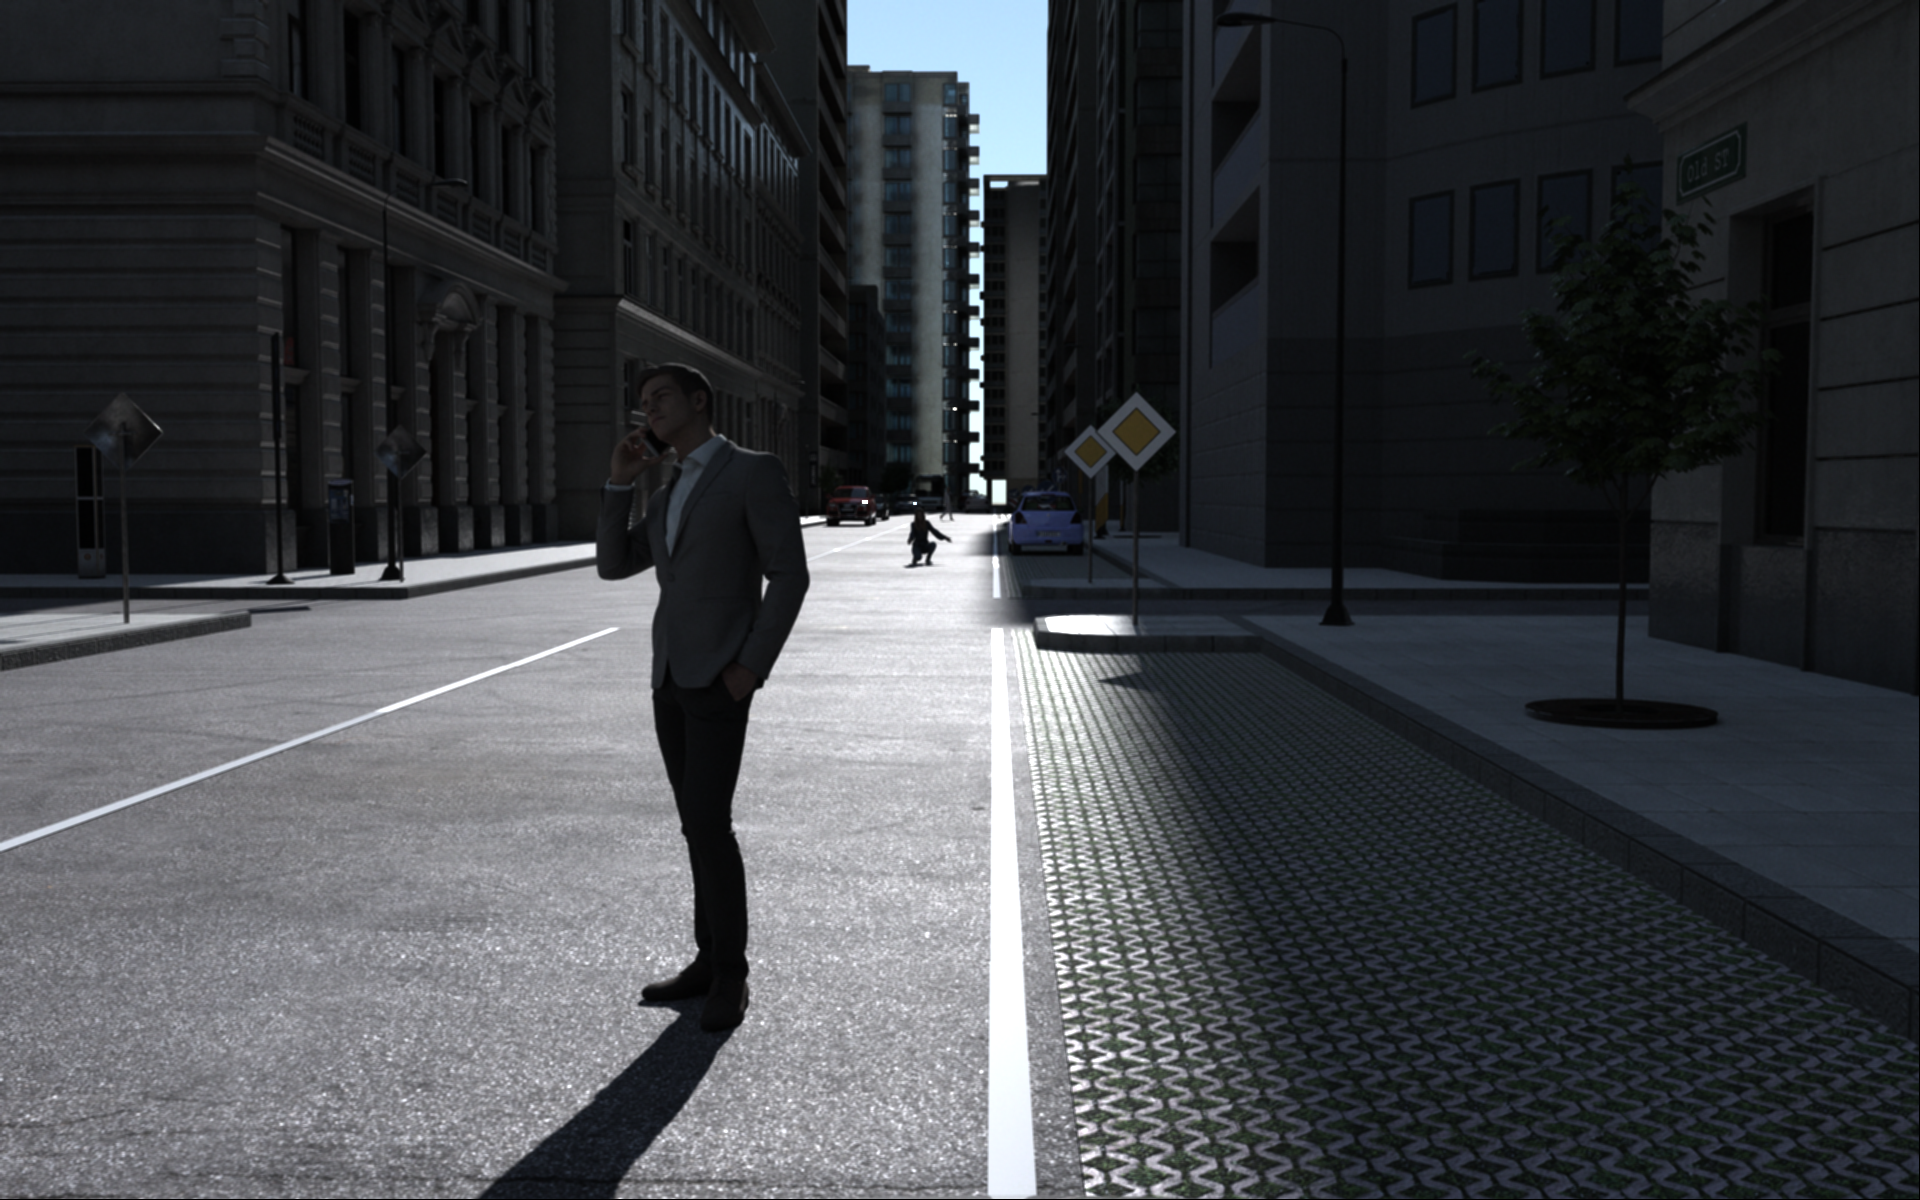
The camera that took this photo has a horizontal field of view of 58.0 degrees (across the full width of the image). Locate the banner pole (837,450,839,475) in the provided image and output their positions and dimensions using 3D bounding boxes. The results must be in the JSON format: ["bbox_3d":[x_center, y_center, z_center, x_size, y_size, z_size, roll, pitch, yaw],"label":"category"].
[{"bbox_3d":[-6.953,-6.644,98.646,0.401,3.779,0.863,0,4,2],"label":"banner pole"}]

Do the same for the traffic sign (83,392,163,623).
[{"bbox_3d":[-8.275,-0.826,17.144,0.795,2.450,0.064,0,4,1],"label":"traffic sign"}]

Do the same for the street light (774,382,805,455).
[{"bbox_3d":[-7.106,-6.069,71.762,1.470,5.913,1.316,0,4,1],"label":"street light"}]

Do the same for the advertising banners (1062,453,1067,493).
[{"bbox_3d":[4.456,-4.748,73.815,0.090,3.025,2.074,0,4,-1],"label":"advertising banners"}]

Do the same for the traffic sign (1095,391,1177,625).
[{"bbox_3d":[1.717,-0.812,16.927,0.795,2.450,0.064,0,4,1],"label":"traffic sign"}]

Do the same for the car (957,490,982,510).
[{"bbox_3d":[0.891,-9.085,157.220,2.281,1.827,5.304,0,4,2],"label":"car"}]

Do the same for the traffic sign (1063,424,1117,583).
[{"bbox_3d":[1.874,-1.301,24.910,0.795,2.450,0.064,0,4,1],"label":"traffic sign"}]

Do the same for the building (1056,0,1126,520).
[{"bbox_3d":[15.644,-39.748,88.127,20.563,71.187,20.611,0,4,1],"label":"building"}]

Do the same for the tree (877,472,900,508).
[{"bbox_3d":[-6.357,-9.927,156.902,1.663,3.219,1.824,0,3,0],"label":"tree"}]

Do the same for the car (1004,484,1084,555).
[{"bbox_3d":[2.026,-1.952,41.508,1.945,1.707,3.694,0,4,0],"label":"car"}]

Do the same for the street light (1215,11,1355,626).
[{"bbox_3d":[3.161,-2.710,16.849,1.470,5.913,1.316,0,4,1],"label":"street light"}]

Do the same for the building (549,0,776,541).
[{"bbox_3d":[-16.348,-13.938,61.166,16.112,22.955,30.059,0,4,1],"label":"building"}]

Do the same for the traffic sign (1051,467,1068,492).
[{"bbox_3d":[4.724,-5.024,82.248,0.768,2.556,0.104,1,4,9],"label":"traffic sign"}]

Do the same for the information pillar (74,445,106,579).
[{"bbox_3d":[-13.165,-1.328,26.212,0.304,2.012,0.304,0,4,-5],"label":"information pillar"}]

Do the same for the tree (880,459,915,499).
[{"bbox_3d":[-5.890,-11.016,163.821,4.285,4.588,4.351,0,3,0],"label":"tree"}]

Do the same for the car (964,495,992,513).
[{"bbox_3d":[1.339,-7.169,129.578,2.083,1.381,4.827,0,4,1],"label":"car"}]

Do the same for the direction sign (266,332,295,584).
[{"bbox_3d":[-9.718,-1.998,24.667,0.379,3.537,0.876,-2,4,-26],"label":"direction sign"}]

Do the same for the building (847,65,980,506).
[{"bbox_3d":[-12.991,-35.275,196.361,30.456,49.044,23.786,0,4,1],"label":"building"}]

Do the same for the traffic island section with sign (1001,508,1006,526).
[{"bbox_3d":[2.941,-4.191,77.144,1.989,1.847,2.006,0,4,1],"label":"traffic island section with sign"}]

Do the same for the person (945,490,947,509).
[{"bbox_3d":[-1.302,-9.999,171.981,0.705,1.824,1.348,2,4,27],"label":"person"}]

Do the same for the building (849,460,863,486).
[{"bbox_3d":[-18.016,-42.390,131.330,20.563,71.187,20.611,0,4,1],"label":"building"}]

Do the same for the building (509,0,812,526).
[{"bbox_3d":[-13.867,-15.735,86.150,11.050,23.489,19.941,0,4,1],"label":"building"}]

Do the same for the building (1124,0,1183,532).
[{"bbox_3d":[12.993,-17.884,64.105,14.160,30.474,14.107,0,4,1],"label":"building"}]

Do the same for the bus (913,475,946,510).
[{"bbox_3d":[-2.749,-9.966,157.803,2.948,3.499,13.247,0,4,-1],"label":"bus"}]

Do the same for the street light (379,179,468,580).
[{"bbox_3d":[-7.964,-3.253,25.734,1.470,5.913,1.316,0,4,1],"label":"street light"}]

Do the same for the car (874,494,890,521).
[{"bbox_3d":[-4.822,-5.197,94.754,2.009,1.686,4.222,0,4,1],"label":"car"}]

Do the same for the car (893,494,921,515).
[{"bbox_3d":[-3.740,-6.784,122.921,2.014,1.417,4.499,0,4,3],"label":"car"}]

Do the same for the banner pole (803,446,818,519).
[{"bbox_3d":[-7.740,-6.103,89.805,0.863,3.779,0.401,1,4,23],"label":"banner pole"}]

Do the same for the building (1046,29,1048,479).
[{"bbox_3d":[15.719,-31.603,166.820,14.600,45.320,14.200,0,4,1],"label":"building"}]

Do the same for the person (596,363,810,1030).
[{"bbox_3d":[-0.729,0.234,4.850,0.473,1.802,0.592,-2,4,-32],"label":"person"}]

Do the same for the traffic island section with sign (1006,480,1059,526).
[{"bbox_3d":[2.400,-2.542,50.194,1.989,1.847,2.006,0,4,1],"label":"traffic island section with sign"}]

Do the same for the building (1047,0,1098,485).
[{"bbox_3d":[17.736,-31.190,133.665,21.300,48.544,21.600,0,4,1],"label":"building"}]

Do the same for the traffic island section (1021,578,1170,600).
[{"bbox_3d":[1.898,-0.166,24.987,2.009,0.180,2.903,0,4,1],"label":"traffic island section"}]

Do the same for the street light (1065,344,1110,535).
[{"bbox_3d":[3.948,-4.971,53.822,1.470,5.913,1.316,0,4,1],"label":"street light"}]

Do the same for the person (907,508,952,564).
[{"bbox_3d":[-0.672,-1.326,35.680,1.012,1.151,0.738,-1,4,-14],"label":"person"}]

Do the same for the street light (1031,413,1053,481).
[{"bbox_3d":[4.754,-7.751,99.272,1.470,5.913,1.316,0,4,1],"label":"street light"}]

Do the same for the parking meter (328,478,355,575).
[{"bbox_3d":[-9.888,-1.179,27.686,0.372,1.533,0.369,0,3,0],"label":"parking meter"}]

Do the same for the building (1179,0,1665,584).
[{"bbox_3d":[19.370,-29.998,32.460,28.212,58.520,21.231,0,4,1],"label":"building"}]

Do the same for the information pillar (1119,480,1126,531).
[{"bbox_3d":[5.635,-4.186,59.790,0.183,3.616,0.504,1,4,20],"label":"information pillar"}]

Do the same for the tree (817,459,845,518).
[{"bbox_3d":[-7.037,-6.111,94.521,1.663,3.219,1.824,0,3,0],"label":"tree"}]

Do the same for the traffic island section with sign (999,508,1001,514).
[{"bbox_3d":[3.925,-7.223,126.722,1.989,1.847,2.006,0,4,1],"label":"traffic island section with sign"}]

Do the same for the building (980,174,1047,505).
[{"bbox_3d":[14.305,-31.049,199.524,23.993,40.220,32.217,0,4,1],"label":"building"}]

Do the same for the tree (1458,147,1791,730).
[{"bbox_3d":[3.651,-0.931,9.829,1.663,3.219,1.824,0,3,0],"label":"tree"}]

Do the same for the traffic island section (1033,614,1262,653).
[{"bbox_3d":[1.740,0.323,17.004,2.009,0.180,2.903,0,4,1],"label":"traffic island section"}]

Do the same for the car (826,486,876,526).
[{"bbox_3d":[-4.969,-4.341,79.647,2.281,1.827,5.304,0,4,1],"label":"car"}]

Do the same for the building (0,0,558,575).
[{"bbox_3d":[-15.644,-12.679,36.177,11.050,23.489,19.941,0,4,1],"label":"building"}]

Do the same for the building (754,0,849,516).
[{"bbox_3d":[-18.716,-29.801,110.941,21.300,48.544,21.600,0,4,1],"label":"building"}]

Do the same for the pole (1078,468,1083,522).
[{"bbox_3d":[4.999,-4.771,71.847,0.158,3.312,0.155,0,3,0],"label":"pole"}]

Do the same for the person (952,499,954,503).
[{"bbox_3d":[-0.908,-8.211,146.004,1.065,1.426,0.557,3,5,40],"label":"person"}]

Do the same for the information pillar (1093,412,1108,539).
[{"bbox_3d":[4.034,-3.546,49.326,0.183,3.616,0.504,-2,4,-34],"label":"information pillar"}]

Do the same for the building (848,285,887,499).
[{"bbox_3d":[-22.142,-19.367,161.687,28.899,21.520,27.650,0,4,1],"label":"building"}]

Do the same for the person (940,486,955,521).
[{"bbox_3d":[-0.685,-5.190,93.232,0.818,1.842,0.514,1,4,15],"label":"person"}]

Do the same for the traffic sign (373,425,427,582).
[{"bbox_3d":[-8.117,-1.314,25.128,0.795,2.450,0.064,0,4,1],"label":"traffic sign"}]

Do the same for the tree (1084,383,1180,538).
[{"bbox_3d":[5.237,-4.137,51.361,4.285,4.588,4.351,0,3,0],"label":"tree"}]

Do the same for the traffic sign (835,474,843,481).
[{"bbox_3d":[-6.820,-5.791,95.864,0.795,2.450,0.064,0,4,2],"label":"traffic sign"}]
